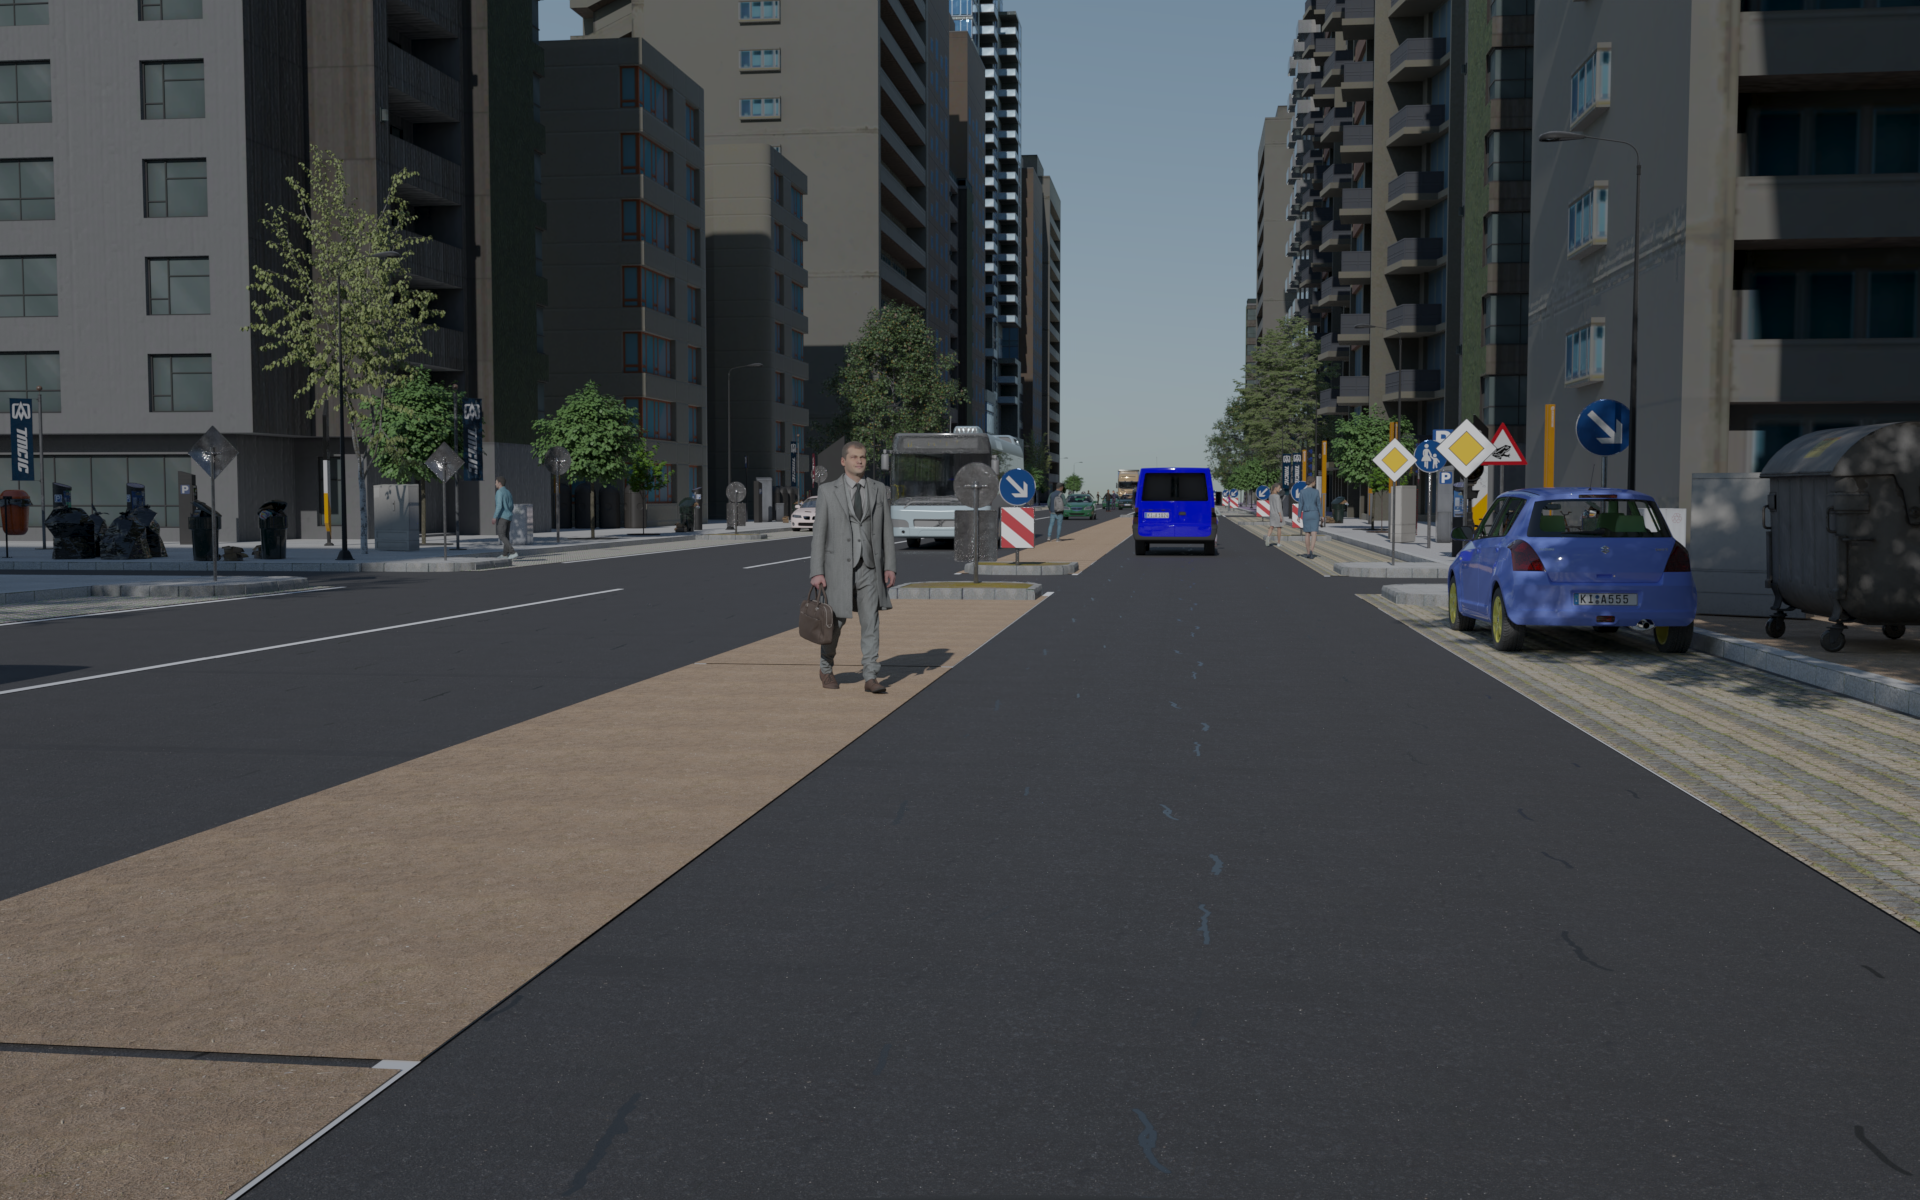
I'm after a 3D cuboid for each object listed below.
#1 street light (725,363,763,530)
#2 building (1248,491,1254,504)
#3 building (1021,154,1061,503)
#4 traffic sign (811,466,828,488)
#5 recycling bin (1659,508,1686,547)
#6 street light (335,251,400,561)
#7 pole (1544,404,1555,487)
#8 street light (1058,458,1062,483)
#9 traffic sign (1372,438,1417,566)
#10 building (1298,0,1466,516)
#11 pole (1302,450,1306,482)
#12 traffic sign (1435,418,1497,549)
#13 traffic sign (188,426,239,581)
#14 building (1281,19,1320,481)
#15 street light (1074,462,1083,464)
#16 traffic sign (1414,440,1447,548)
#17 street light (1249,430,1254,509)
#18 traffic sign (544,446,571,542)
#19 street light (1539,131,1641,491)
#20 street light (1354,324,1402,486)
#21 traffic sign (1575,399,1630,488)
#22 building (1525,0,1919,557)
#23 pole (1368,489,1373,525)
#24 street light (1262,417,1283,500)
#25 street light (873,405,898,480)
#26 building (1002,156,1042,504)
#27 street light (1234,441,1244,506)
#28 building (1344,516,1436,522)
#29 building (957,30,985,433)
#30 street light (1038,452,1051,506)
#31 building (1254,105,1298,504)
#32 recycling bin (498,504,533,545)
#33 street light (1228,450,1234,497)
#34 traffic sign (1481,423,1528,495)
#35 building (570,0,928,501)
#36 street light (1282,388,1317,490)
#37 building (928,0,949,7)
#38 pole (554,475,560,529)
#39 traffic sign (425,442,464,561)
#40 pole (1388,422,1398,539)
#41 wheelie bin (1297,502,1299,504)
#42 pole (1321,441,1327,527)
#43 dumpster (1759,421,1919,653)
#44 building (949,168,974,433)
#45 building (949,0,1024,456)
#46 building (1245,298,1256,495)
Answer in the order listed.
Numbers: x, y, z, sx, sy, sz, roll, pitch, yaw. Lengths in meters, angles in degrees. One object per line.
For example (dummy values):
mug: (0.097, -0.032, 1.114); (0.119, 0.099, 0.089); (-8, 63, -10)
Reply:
street light: (-7.686, -5.457, 61.765); (1.470, 5.913, 1.316); (0, 4, 7)
building: (55.582, -33.143, 233.761); (32.217, 40.220, 23.993); (0, 4, 7)
building: (3.149, -38.377, 251.165); (21.300, 48.544, 21.600); (0, 4, 7)
traffic sign: (-6.311, -4.737, 77.563); (0.768, 2.556, 0.104); (1, 4, 9)
recycling bin: (12.280, -1.094, 30.448); (0.722, 1.027, 0.722); (0, 4, 4)
street light: (-11.400, -3.720, 33.357); (1.470, 5.913, 1.316); (0, 4, 7)
pole: (13.409, -2.789, 39.445); (0.158, 3.312, 0.155); (0, 3, 0)
street light: (13.033, -15.152, 220.280); (1.470, 5.913, 1.316); (0, 4, 7)
traffic sign: (7.770, -1.674, 31.019); (0.795, 2.450, 0.064); (0, 4, 7)
building: (37.360, -29.134, 130.971); (22.147, 44.769, 28.867); (0, 4, 7)
pole: (15.999, -5.302, 80.523); (0.158, 3.312, 0.155); (0, 3, 0)
traffic sign: (6.734, -1.190, 23.101); (0.795, 2.450, 0.064); (0, 4, 7)
traffic sign: (-10.957, -1.332, 25.429); (0.795, 2.450, 0.064); (0, 4, 7)
building: (41.824, -33.059, 160.116); (23.786, 49.044, 30.456); (0, 4, 7)
street light: (16.987, -16.960, 249.838); (1.470, 5.913, 1.316); (0, 4, 7)
traffic sign: (11.062, -2.489, 40.794); (0.768, 2.556, 0.104); (1, 4, 9)
street light: (21.483, -9.261, 123.961); (1.470, 5.913, 1.316); (0, 4, 7)
traffic sign: (-10.673, -2.802, 45.926); (0.768, 2.556, 0.104); (1, 4, 13)
street light: (8.112, -3.043, 22.287); (1.470, 5.913, 1.316); (0, 4, 7)
street light: (11.459, -4.577, 47.382); (1.470, 5.913, 1.316); (0, 4, 7)
traffic sign: (8.688, -1.423, 23.375); (0.768, 2.556, 0.104); (1, 4, 14)
building: (25.314, -25.482, 40.340); (21.600, 48.544, 21.300); (0, 4, 7)
pole: (17.288, -4.831, 72.836); (0.158, 3.312, 0.155); (0, 3, 0)
street light: (18.971, -8.094, 104.885); (1.470, 5.913, 1.316); (0, 4, 7)
street light: (-3.932, -7.194, 90.168); (1.470, 5.913, 1.316); (0, 4, 7)
building: (3.537, -35.614, 232.392); (14.600, 45.320, 14.200); (0, 4, 7)
street light: (25.200, -11.024, 152.788); (1.470, 5.913, 1.316); (0, 4, 7)
building: (30.213, -26.554, 88.775); (22.147, 44.769, 28.867); (0, 4, 7)
building: (-5.247, -31.580, 166.447); (14.600, 45.320, 14.200); (0, 4, 7)
street light: (9.329, -13.405, 191.712); (1.470, 5.913, 1.316); (0, 4, 7)
building: (47.393, -35.959, 211.625); (21.300, 48.544, 21.600); (0, 4, 7)
recycling bin: (-11.205, -1.904, 43.679); (0.722, 1.027, 0.722); (0, 4, 0)
street light: (28.869, -12.762, 181.202); (1.470, 5.913, 1.316); (0, 4, 7)
traffic sign: (9.907, -1.938, 31.689); (0.884, 2.594, 0.081); (1, 4, 15)
building: (-14.306, -30.346, 119.866); (21.300, 48.544, 21.600); (0, 4, 7)
street light: (15.066, -6.329, 76.019); (1.470, 5.913, 1.316); (0, 4, 7)
building: (-8.651, -29.794, 137.246); (14.600, 45.320, 14.200); (0, 4, 7)
pole: (-14.777, -4.259, 63.480); (0.158, 3.312, 0.155); (0, 3, 0)
traffic sign: (-9.921, -1.817, 33.346); (0.795, 2.450, 0.064); (0, 4, 7)
pole: (12.300, -3.387, 49.215); (0.158, 3.312, 0.155); (0, 3, 0)
wheelie bin: (17.438, -4.887, 87.805); (0.693, 1.594, 0.980); (1, 4, 23)
pole: (13.987, -4.450, 66.600); (0.158, 3.312, 0.155); (0, 3, 0)
dumpster: (7.662, -0.540, 14.584); (1.264, 1.857, 1.865); (0, 4, 8)
building: (-6.612, -23.300, 152.660); (14.160, 30.474, 14.107); (0, 4, 7)
building: (-2.894, -54.835, 209.224); (22.319, 86.520, 31.000); (0, 4, 7)
building: (48.845, -29.505, 254.113); (14.160, 30.474, 14.107); (0, 4, 7)
